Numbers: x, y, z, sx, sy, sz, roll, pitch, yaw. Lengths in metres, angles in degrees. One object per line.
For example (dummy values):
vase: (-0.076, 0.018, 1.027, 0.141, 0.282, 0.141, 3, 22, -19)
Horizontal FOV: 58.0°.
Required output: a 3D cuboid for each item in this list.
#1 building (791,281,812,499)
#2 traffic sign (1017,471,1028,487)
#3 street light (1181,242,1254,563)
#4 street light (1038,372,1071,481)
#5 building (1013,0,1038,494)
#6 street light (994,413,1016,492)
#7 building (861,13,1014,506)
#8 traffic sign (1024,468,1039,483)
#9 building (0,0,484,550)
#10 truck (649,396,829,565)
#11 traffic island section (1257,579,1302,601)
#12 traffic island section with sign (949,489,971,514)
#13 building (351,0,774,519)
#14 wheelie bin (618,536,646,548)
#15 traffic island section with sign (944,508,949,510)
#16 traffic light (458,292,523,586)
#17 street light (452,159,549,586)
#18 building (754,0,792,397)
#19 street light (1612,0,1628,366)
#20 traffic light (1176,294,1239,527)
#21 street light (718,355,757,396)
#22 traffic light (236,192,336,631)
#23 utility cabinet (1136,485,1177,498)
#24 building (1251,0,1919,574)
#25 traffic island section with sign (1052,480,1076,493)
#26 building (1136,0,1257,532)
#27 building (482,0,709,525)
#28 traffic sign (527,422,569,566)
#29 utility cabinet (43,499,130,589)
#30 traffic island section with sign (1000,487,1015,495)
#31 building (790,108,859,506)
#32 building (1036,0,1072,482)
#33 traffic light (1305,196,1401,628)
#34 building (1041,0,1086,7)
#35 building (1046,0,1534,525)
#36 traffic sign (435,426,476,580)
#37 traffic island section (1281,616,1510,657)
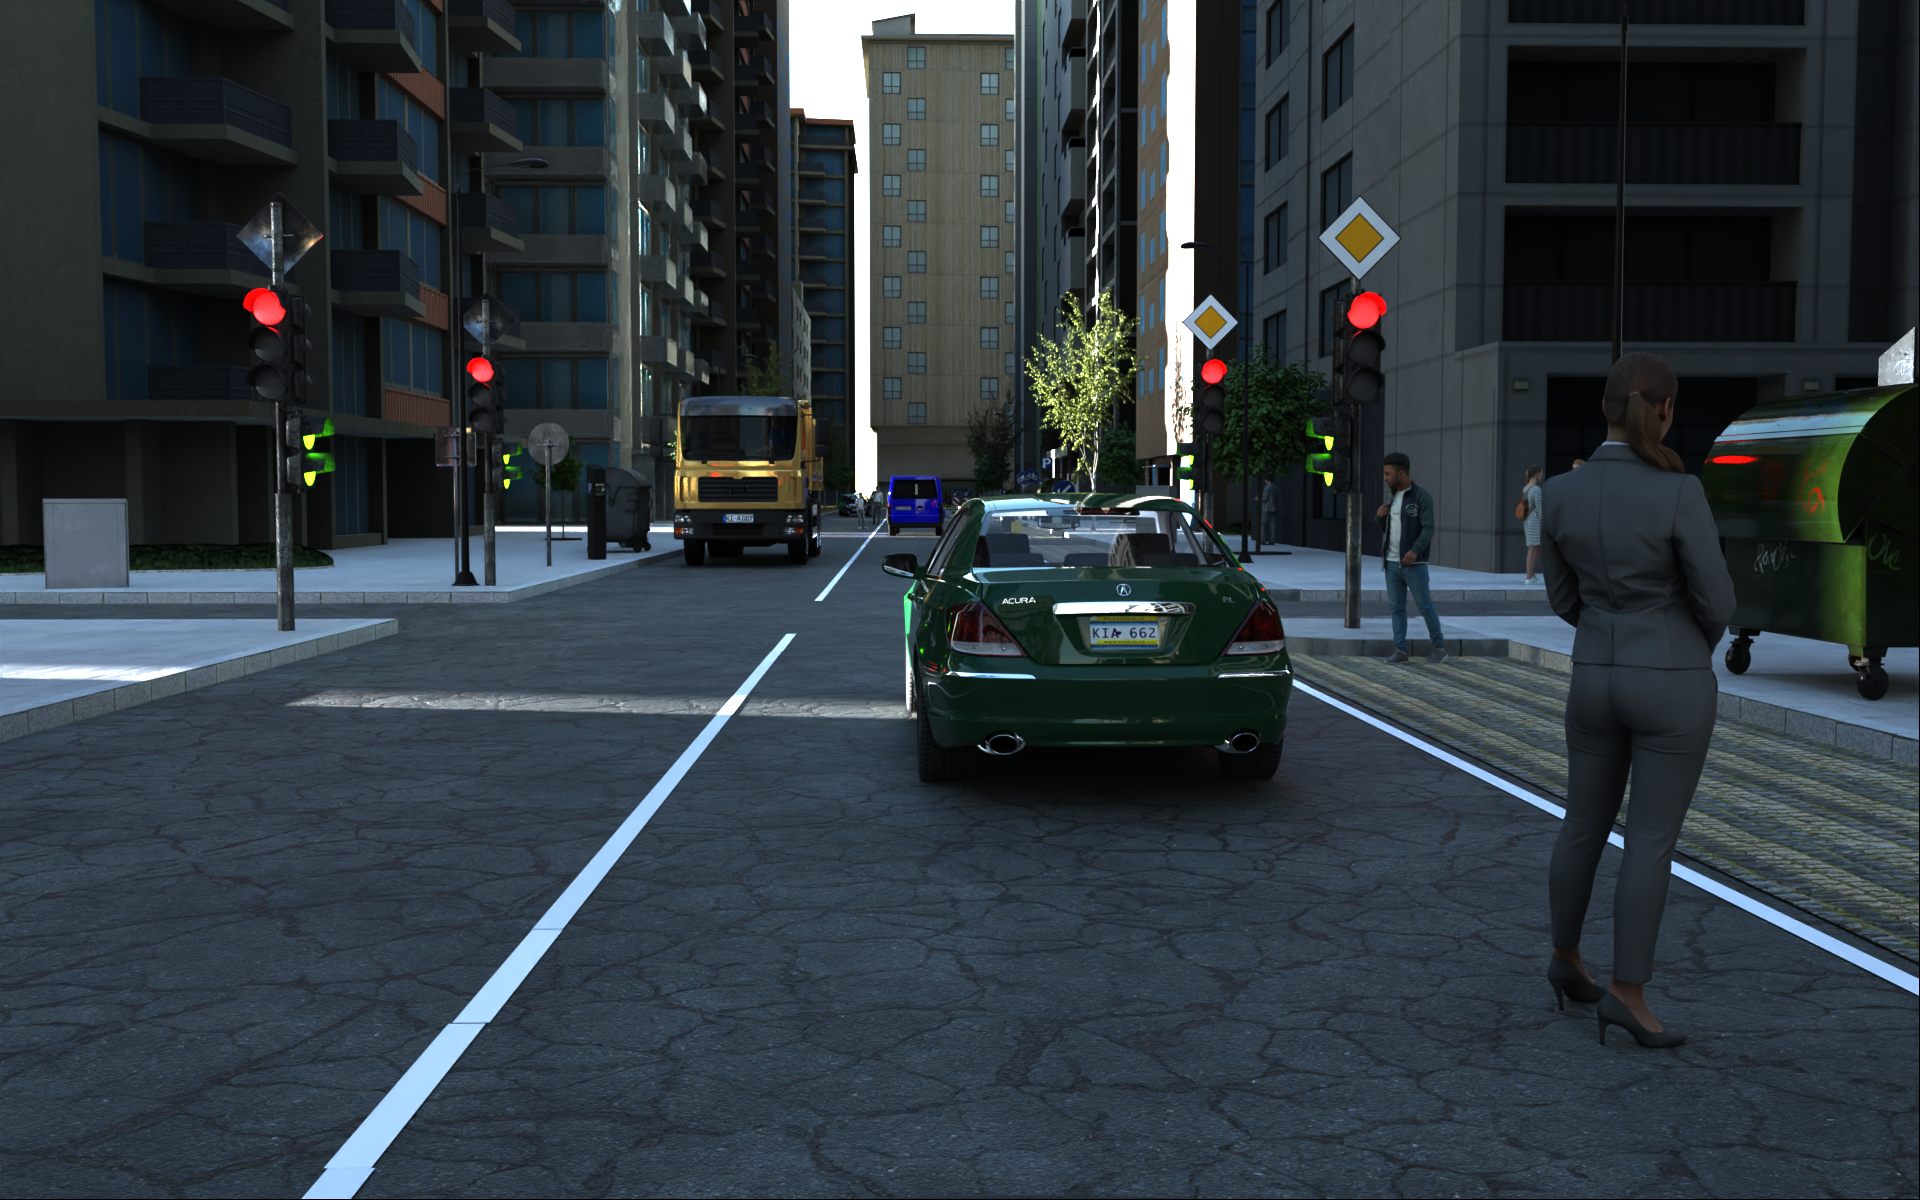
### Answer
building: (-28.795, -19.124, 157.721, 28.899, 21.520, 27.650, 0, 4, -2)
traffic sign: (3.590, -5.932, 97.092, 0.768, 2.556, 0.104, 0, 4, 4)
street light: (4.761, -3.642, 32.081, 1.470, 5.913, 1.316, 0, 4, -2)
street light: (3.652, -5.711, 65.909, 1.470, 5.913, 1.316, 0, 4, -2)
building: (15.404, -37.686, 158.168, 21.231, 58.520, 28.212, 0, 4, -2)
street light: (2.637, -7.773, 99.623, 1.470, 5.913, 1.316, 0, 4, -2)
building: (2.782, -37.340, 199.752, 27.495, 52.752, 28.713, 0, 4, -2)
traffic sign: (3.541, -5.261, 86.120, 0.768, 2.556, 0.104, 0, 4, 3)
building: (-24.201, -23.858, 44.701, 22.147, 44.769, 28.867, 0, 4, -2)
truck: (-4.411, -2.526, 37.218, 3.469, 3.379, 9.791, 0, 4, -2)
traffic island section: (3.537, -0.141, 24.582, 2.009, 0.180, 2.903, 0, 4, -2)
traffic island section with sign: (0.365, -7.249, 127.151, 1.989, 1.847, 2.006, 0, 4, -2)
building: (-23.785, -28.065, 113.491, 22.147, 44.769, 28.867, 0, 4, -2)
wheelie bin: (-7.860, -2.066, 41.684, 0.693, 1.594, 0.980, -2, 4, -28)
traffic island section with sign: (-0.495, -8.929, 154.609, 1.989, 1.847, 2.006, 0, 4, -2)
traffic light: (-6.560, -2.154, 24.141, 0.839, 4.253, 0.868, 0, 4, -2)
street light: (-6.393, -3.155, 24.126, 1.470, 5.913, 1.316, 0, 4, -2)
building: (-20.582, -29.662, 135.077, 14.600, 45.320, 14.200, 0, 4, -2)
street light: (5.293, -2.618, 15.349, 1.470, 5.913, 1.316, 0, 4, -2)
traffic light: (3.496, -2.174, 24.467, 0.839, 4.253, 0.868, 0, 4, -2)
street light: (-7.483, -5.222, 57.918, 1.470, 5.913, 1.316, 0, 4, -2)
traffic light: (-6.312, -1.666, 16.159, 0.839, 4.253, 0.868, 0, 4, -2)
utility cabinet: (5.095, -2.214, 44.882, 0.318, 1.500, 1.173, -3, 5, -41)
building: (18.599, -36.575, 36.254, 20.611, 71.187, 20.563, 0, 4, -2)
traffic island section with sign: (2.776, -2.480, 49.169, 1.989, 1.847, 2.006, 0, 4, -2)
building: (14.408, -25.300, 63.767, 14.600, 45.320, 14.200, 0, 4, -2)
building: (-24.131, -28.292, 82.182, 23.786, 49.044, 30.456, 0, 4, -2)
traffic sign: (-7.311, -1.874, 30.746, 0.768, 2.556, 0.104, 0, 4, 5)
utility cabinet: (-11.944, -0.767, 23.697, 1.020, 1.237, 0.306, -1, 4, -22)
traffic island section with sign: (1.955, -4.127, 76.112, 1.989, 1.847, 2.006, 0, 4, -2)
building: (-26.078, -33.117, 196.085, 28.867, 44.769, 22.147, 0, 4, -2)
building: (12.979, -27.747, 137.250, 14.154, 41.232, 14.086, 0, 4, -2)
traffic light: (3.744, -1.686, 16.486, 0.839, 4.253, 0.868, 0, 4, -2)
building: (19.804, -32.239, 116.348, 28.713, 52.752, 27.495, 0, 4, -2)
building: (15.503, -39.763, 88.381, 20.563, 71.187, 20.611, 0, 4, -2)
traffic sign: (-7.538, -1.454, 25.904, 0.606, 2.300, 0.079, 0, 4, 2)
traffic island section: (3.784, 0.347, 16.601, 2.009, 0.180, 2.903, 0, 4, -2)
